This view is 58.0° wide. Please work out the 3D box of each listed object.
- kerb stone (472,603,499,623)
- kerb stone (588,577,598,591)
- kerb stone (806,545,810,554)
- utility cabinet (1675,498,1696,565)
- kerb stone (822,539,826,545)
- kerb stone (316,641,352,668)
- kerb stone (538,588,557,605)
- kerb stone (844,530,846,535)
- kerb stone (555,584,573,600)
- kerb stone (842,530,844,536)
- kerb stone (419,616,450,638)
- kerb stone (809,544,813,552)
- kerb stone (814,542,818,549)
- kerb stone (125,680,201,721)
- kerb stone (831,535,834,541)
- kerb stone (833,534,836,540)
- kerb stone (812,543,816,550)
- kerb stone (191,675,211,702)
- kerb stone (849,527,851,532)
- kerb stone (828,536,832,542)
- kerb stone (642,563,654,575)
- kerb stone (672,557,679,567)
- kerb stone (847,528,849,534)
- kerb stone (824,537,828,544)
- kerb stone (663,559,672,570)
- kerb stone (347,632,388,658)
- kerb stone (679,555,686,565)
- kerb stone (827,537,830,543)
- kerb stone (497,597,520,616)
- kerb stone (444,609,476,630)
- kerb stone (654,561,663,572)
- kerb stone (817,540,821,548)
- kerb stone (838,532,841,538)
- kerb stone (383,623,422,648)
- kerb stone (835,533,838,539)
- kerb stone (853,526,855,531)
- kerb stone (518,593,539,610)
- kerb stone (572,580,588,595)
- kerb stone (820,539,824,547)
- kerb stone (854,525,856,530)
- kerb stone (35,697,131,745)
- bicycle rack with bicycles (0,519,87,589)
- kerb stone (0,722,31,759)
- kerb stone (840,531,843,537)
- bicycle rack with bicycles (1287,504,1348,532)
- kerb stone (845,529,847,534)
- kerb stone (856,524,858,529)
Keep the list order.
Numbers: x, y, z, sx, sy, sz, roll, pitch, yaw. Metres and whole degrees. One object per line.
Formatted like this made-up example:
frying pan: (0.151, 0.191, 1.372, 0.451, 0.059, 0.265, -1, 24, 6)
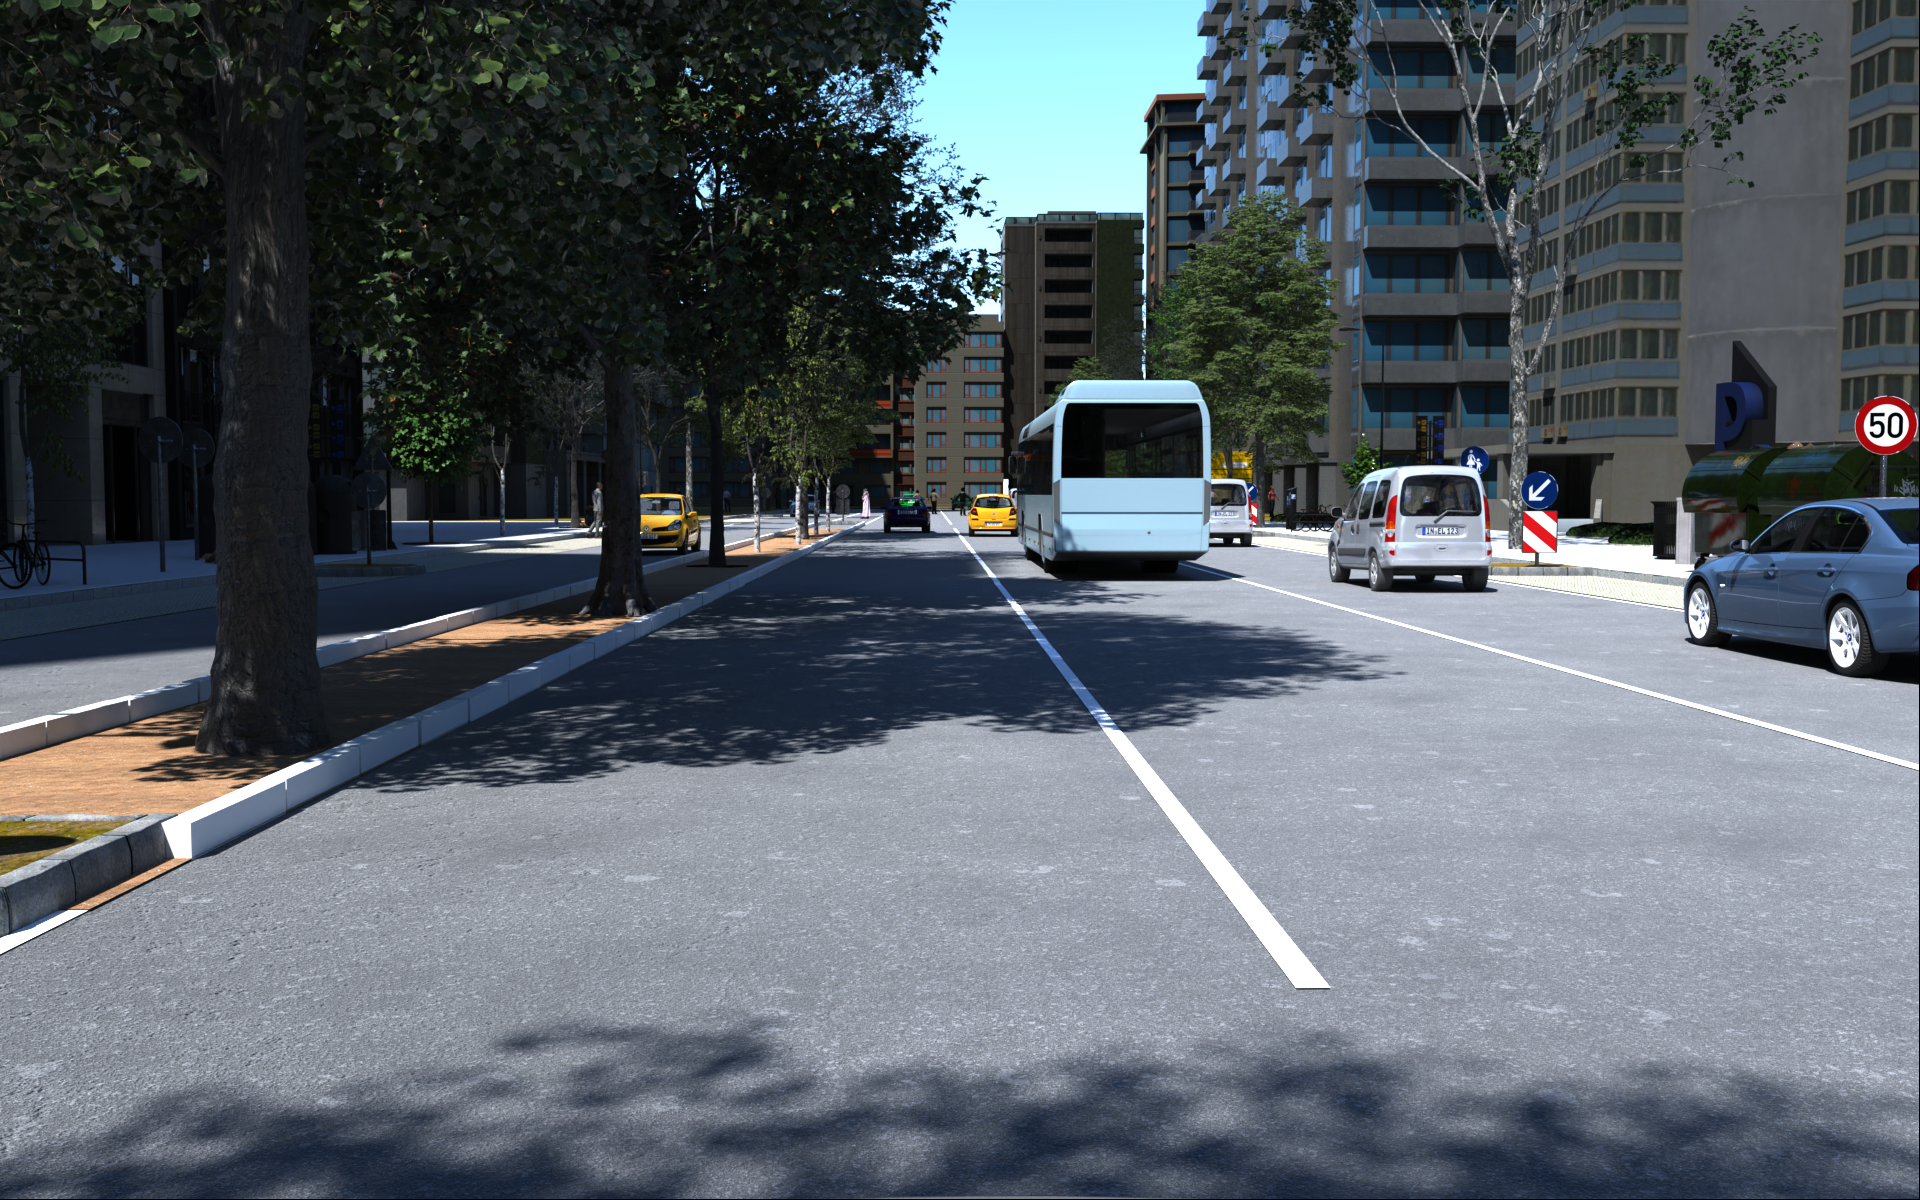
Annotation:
kerb stone: (-5.412, 0.164, 19.517, 0.120, 0.150, 1.000, 0, 4, -1)
kerb stone: (-5.520, -0.214, 25.700, 0.120, 0.150, 1.000, 0, 4, -1)
kerb stone: (-3.706, -1.145, 41.118, 0.120, 0.150, 1.000, 0, 4, -1)
utility cabinet: (13.463, -1.265, 31.844, 0.306, 1.237, 1.020, 3, 4, 38)
kerb stone: (-3.828, -1.530, 47.266, 0.120, 0.150, 1.000, 0, 4, -1)
kerb stone: (-5.303, 0.477, 14.393, 0.120, 0.150, 1.000, 0, 4, -1)
kerb stone: (-5.464, -0.018, 22.602, 0.120, 0.150, 1.000, 0, 4, -1)
kerb stone: (-4.035, -2.223, 58.536, 0.120, 0.150, 1.000, 0, 4, -1)
kerb stone: (-5.484, -0.088, 23.635, 0.120, 0.150, 1.000, 0, 4, -1)
kerb stone: (-4.023, -2.159, 57.511, 0.120, 0.150, 1.000, 0, 4, -1)
kerb stone: (-5.372, 0.294, 17.473, 0.120, 0.150, 1.000, 0, 4, -1)
kerb stone: (-3.730, -1.218, 42.139, 0.120, 0.150, 1.000, 0, 4, -1)
kerb stone: (-3.777, -1.346, 44.198, 0.120, 0.150, 1.000, 0, 4, -1)
kerb stone: (-5.252, 0.670, 11.319, 0.120, 0.150, 1.000, 0, 4, -1)
kerb stone: (-3.899, -1.784, 51.361, 0.120, 0.150, 1.000, 0, 4, -1)
kerb stone: (-3.926, -1.843, 52.383, 0.120, 0.150, 1.000, 0, 4, -1)
kerb stone: (-3.746, -1.282, 43.163, 0.120, 0.150, 1.000, 0, 4, -1)
kerb stone: (-5.268, 0.603, 12.346, 0.120, 0.150, 1.000, 0, 4, -1)
kerb stone: (-4.105, -2.474, 62.639, 0.120, 0.150, 1.000, 0, 4, -1)
kerb stone: (-3.884, -1.721, 50.339, 0.120, 0.150, 1.000, 0, 4, -1)
kerb stone: (-5.622, -0.527, 30.814, 0.120, 0.150, 1.000, 0, 4, -1)
kerb stone: (-5.677, -0.715, 33.881, 0.120, 0.150, 1.000, 0, 4, -1)
kerb stone: (-4.070, -2.348, 60.580, 0.120, 0.150, 1.000, 0, 4, -1)
kerb stone: (-3.837, -1.596, 48.288, 0.120, 0.150, 1.000, 0, 4, -1)
kerb stone: (-5.654, -0.652, 32.859, 0.120, 0.150, 1.000, 0, 4, -1)
kerb stone: (-5.335, 0.421, 15.422, 0.120, 0.150, 1.000, 0, 4, -1)
kerb stone: (-5.698, -0.775, 34.911, 0.120, 0.150, 1.000, 0, 4, -1)
kerb stone: (-3.868, -1.655, 49.310, 0.120, 0.150, 1.000, 0, 4, -1)
kerb stone: (-5.425, 0.102, 20.539, 0.120, 0.150, 1.000, 0, 4, -1)
kerb stone: (-5.393, 0.226, 18.495, 0.120, 0.150, 1.000, 0, 4, -1)
kerb stone: (-5.642, -0.589, 31.837, 0.120, 0.150, 1.000, 0, 4, -1)
kerb stone: (-3.783, -1.408, 45.220, 0.120, 0.150, 1.000, 0, 4, -1)
kerb stone: (-3.979, -2.034, 55.456, 0.120, 0.150, 1.000, 0, 4, -1)
kerb stone: (-5.343, 0.354, 16.449, 0.120, 0.150, 1.000, 0, 4, -1)
kerb stone: (-3.939, -1.905, 53.410, 0.120, 0.150, 1.000, 0, 4, -1)
kerb stone: (-4.175, -2.658, 65.709, 0.120, 0.150, 1.000, 0, 4, -1)
kerb stone: (-5.446, 0.042, 21.579, 0.120, 0.150, 1.000, 0, 4, -1)
kerb stone: (-5.498, -0.151, 24.671, 0.120, 0.150, 1.000, 0, 4, -1)
kerb stone: (-3.801, -1.471, 46.242, 0.120, 0.150, 1.000, 0, 4, -1)
kerb stone: (-4.190, -2.723, 66.733, 0.120, 0.150, 1.000, 0, 4, -1)
kerb stone: (-5.233, 0.728, 10.294, 0.120, 0.150, 1.000, 0, 4, -1)
bicycle rack with bicycles: (-13.584, -0.657, 24.125, 2.925, 0.926, 2.852, 3, 4, 37)
kerb stone: (-5.208, 0.790, 9.272, 0.120, 0.150, 1.000, 0, 4, -1)
kerb stone: (-3.994, -2.097, 56.478, 0.120, 0.150, 1.000, 0, 4, -1)
bicycle rack with bicycles: (12.457, -2.799, 59.147, 2.925, 0.926, 2.852, 3, 5, 40)
kerb stone: (-4.062, -2.285, 59.558, 0.120, 0.150, 1.000, 0, 4, -1)
kerb stone: (-4.236, -2.847, 68.777, 0.120, 0.150, 1.000, 0, 4, -1)
